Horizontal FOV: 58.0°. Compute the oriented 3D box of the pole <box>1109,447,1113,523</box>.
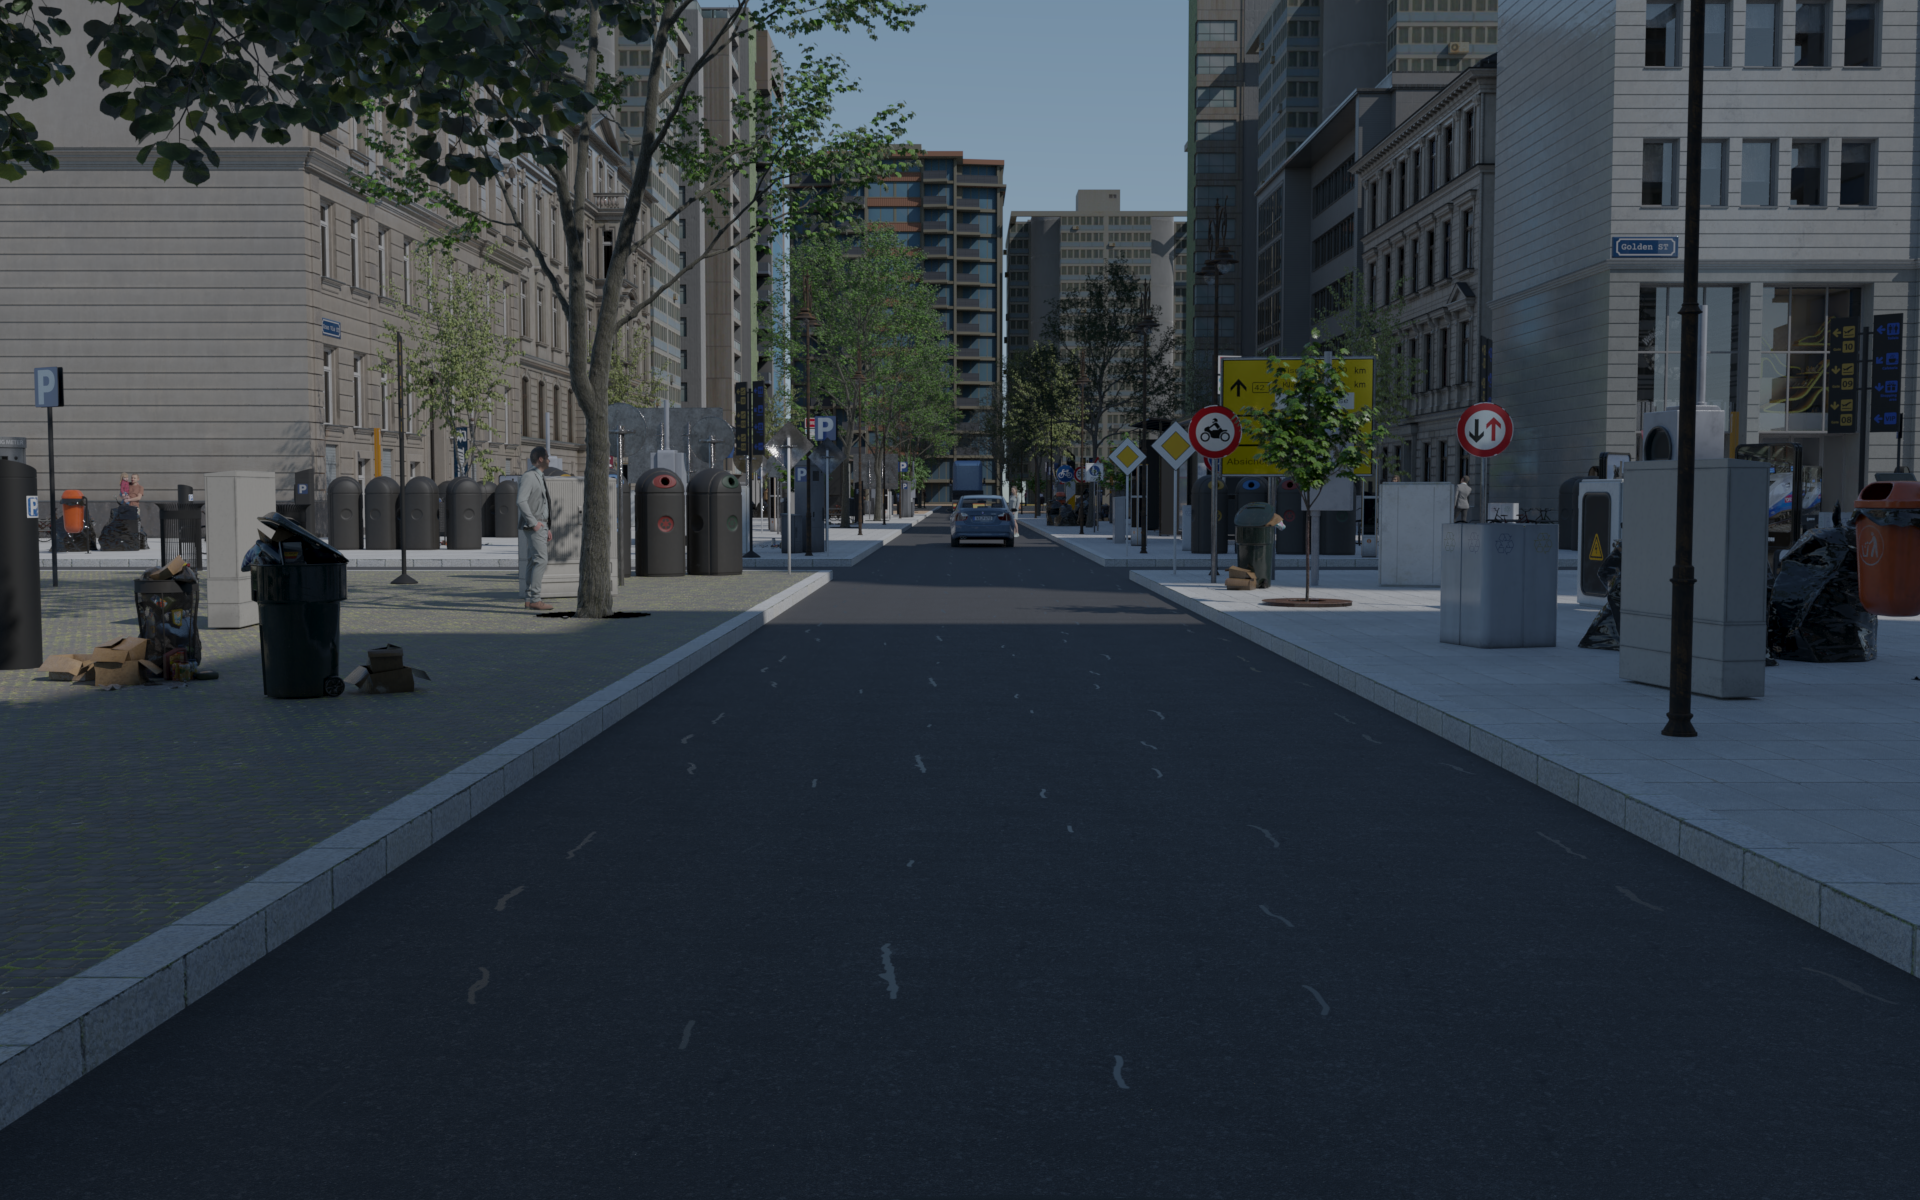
[{"bbox_3d":[6.616,-5.010,75.749,0.158,3.312,0.155,0,3,0],"label":"pole"}]

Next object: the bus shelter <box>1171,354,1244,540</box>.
[{"bbox_3d":[7.063,-4.278,47.577,2.179,5.291,8.768,0,3,0],"label":"bus shelter"}]

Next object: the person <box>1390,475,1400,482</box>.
[{"bbox_3d":[11.883,-2.504,47.236,0.600,1.795,0.529,2,4,30],"label":"person"}]

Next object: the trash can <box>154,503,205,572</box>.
[{"bbox_3d":[-12.399,-0.973,27.570,0.748,1.137,0.748,0,3,0],"label":"trash can"}]

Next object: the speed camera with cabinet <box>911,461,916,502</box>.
[{"bbox_3d":[-3.068,-6.791,105.369,0.660,3.252,2.038,0,4,-6],"label":"speed camera with cabinet"}]

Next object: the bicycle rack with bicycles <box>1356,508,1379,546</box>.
[{"bbox_3d":[9.677,-2.011,46.264,2.852,0.926,2.925,1,4,19],"label":"bicycle rack with bicycles"}]

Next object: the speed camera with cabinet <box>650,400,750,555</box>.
[{"bbox_3d":[-5.474,-2.587,36.631,2.038,3.252,0.660,0,4,1],"label":"speed camera with cabinet"}]

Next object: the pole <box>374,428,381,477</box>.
[{"bbox_3d":[-17.982,-3.650,53.528,0.158,3.312,0.155,0,3,0],"label":"pole"}]

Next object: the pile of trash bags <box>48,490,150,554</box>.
[{"bbox_3d":[-19.333,-1.764,38.592,1.912,1.369,3.447,-1,4,-13],"label":"pile of trash bags"}]

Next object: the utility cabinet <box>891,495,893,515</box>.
[{"bbox_3d":[-4.308,-5.738,104.979,0.306,1.237,1.020,1,4,15],"label":"utility cabinet"}]

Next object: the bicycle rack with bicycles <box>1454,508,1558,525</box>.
[{"bbox_3d":[14.550,-1.919,44.762,2.925,0.926,2.852,0,4,-5],"label":"bicycle rack with bicycles"}]

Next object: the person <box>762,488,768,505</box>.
[{"bbox_3d":[-15.479,-8.118,138.868,1.348,1.812,0.705,3,5,40],"label":"person"}]

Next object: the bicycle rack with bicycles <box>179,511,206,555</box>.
[{"bbox_3d":[-15.129,-1.449,37.065,2.852,0.926,2.925,1,4,13],"label":"bicycle rack with bicycles"}]

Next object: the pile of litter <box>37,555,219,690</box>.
[{"bbox_3d":[-5.760,0.119,12.020,1.176,0.858,1.719,-1,4,-16],"label":"pile of litter"}]

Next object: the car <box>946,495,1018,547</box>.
[{"bbox_3d":[0.615,-2.217,48.253,2.014,1.417,4.499,0,4,0],"label":"car"}]

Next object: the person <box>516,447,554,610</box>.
[{"bbox_3d":[-4.736,-0.807,19.337,0.391,1.810,0.635,-1,4,-11],"label":"person"}]

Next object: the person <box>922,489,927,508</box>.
[{"bbox_3d":[-3.211,-9.443,160.953,0.721,1.766,1.217,0,4,4],"label":"person"}]

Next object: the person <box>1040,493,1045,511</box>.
[{"bbox_3d":[6.187,-7.489,131.669,0.628,1.438,0.799,-3,5,-43],"label":"person"}]

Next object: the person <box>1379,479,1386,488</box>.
[{"bbox_3d":[15.022,-3.413,61.815,0.822,1.834,0.622,-1,4,-10],"label":"person"}]

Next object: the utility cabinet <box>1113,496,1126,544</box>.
[{"bbox_3d":[4.157,-2.091,45.343,0.306,1.237,1.020,0,4,2],"label":"utility cabinet"}]

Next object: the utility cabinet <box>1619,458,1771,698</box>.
[{"bbox_3d":[4.777,-0.160,11.294,0.318,1.500,1.173,-1,4,-10],"label":"utility cabinet"}]

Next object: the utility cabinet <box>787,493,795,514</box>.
[{"bbox_3d":[-4.715,-2.528,50.009,0.318,1.500,1.173,1,4,8],"label":"utility cabinet"}]

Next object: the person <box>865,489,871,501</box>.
[{"bbox_3d":[-7.713,-8.824,150.323,1.348,1.822,0.705,2,4,33],"label":"person"}]

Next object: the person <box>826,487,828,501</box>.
[{"bbox_3d":[-8.284,-6.586,114.242,1.217,1.766,0.721,-1,4,-16],"label":"person"}]

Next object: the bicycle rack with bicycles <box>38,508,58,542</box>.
[{"bbox_3d":[-24.451,-1.964,45.496,2.925,0.926,2.852,-3,5,-45],"label":"bicycle rack with bicycles"}]

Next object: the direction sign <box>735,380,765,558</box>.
[{"bbox_3d":[-4.215,-2.622,34.861,0.876,3.537,0.379,3,5,43],"label":"direction sign"}]

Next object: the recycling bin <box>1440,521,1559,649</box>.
[{"bbox_3d":[4.582,-0.134,14.745,0.722,1.027,0.722,-1,4,-16],"label":"recycling bin"}]

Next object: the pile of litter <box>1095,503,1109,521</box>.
[{"bbox_3d":[7.014,-4.164,82.052,1.719,0.858,1.176,0,4,-4],"label":"pile of litter"}]

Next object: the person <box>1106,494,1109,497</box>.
[{"bbox_3d":[15.748,-10.601,180.194,1.217,1.723,0.721,0,4,-4],"label":"person"}]

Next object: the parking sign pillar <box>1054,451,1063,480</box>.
[{"bbox_3d":[6.110,-7.287,107.620,1.447,3.967,1.447,1,4,9],"label":"parking sign pillar"}]

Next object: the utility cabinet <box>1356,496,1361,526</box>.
[{"bbox_3d":[16.306,-3.551,69.226,1.020,1.237,0.306,3,5,42],"label":"utility cabinet"}]

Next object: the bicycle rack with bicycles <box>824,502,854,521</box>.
[{"bbox_3d":[-6.064,-4.137,81.026,2.925,0.926,2.852,0,4,-5],"label":"bicycle rack with bicycles"}]

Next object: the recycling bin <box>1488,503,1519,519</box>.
[{"bbox_3d":[15.013,-2.161,47.880,0.722,1.027,0.722,2,4,26],"label":"recycling bin"}]

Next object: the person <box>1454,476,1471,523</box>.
[{"bbox_3d":[14.229,-2.634,49.290,0.592,1.802,0.473,0,4,-4],"label":"person"}]

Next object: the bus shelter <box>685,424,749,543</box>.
[{"bbox_3d":[-6.844,-3.142,45.290,2.014,3.302,5.546,0,3,0],"label":"bus shelter"}]

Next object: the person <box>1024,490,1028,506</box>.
[{"bbox_3d":[6.911,-10.865,184.406,0.721,1.743,1.217,-1,4,-18],"label":"person"}]

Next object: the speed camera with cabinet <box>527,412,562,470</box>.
[{"bbox_3d":[-9.590,-2.955,42.649,2.038,3.252,0.660,-3,5,-40],"label":"speed camera with cabinet"}]

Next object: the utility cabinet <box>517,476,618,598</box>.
[{"bbox_3d":[-4.842,-0.780,21.425,1.173,1.500,0.318,-3,4,-36],"label":"utility cabinet"}]

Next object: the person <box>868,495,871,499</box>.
[{"bbox_3d":[-7.009,-8.501,145.122,1.350,1.814,0.705,-1,4,-21],"label":"person"}]

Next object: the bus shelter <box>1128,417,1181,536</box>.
[{"bbox_3d":[6.578,-3.949,55.841,1.731,3.624,6.357,0,4,0],"label":"bus shelter"}]

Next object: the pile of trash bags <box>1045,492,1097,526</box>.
[{"bbox_3d":[4.383,-3.709,70.402,1.912,1.369,3.447,-1,4,-11],"label":"pile of trash bags"}]

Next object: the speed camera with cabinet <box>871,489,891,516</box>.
[{"bbox_3d":[-4.679,-6.642,102.933,0.660,3.252,2.038,1,4,17],"label":"speed camera with cabinet"}]

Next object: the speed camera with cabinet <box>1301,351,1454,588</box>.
[{"bbox_3d":[5.816,-1.820,24.087,2.038,3.252,0.660,1,4,17],"label":"speed camera with cabinet"}]

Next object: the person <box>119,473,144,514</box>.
[{"bbox_3d":[-21.239,-2.341,44.293,0.573,1.828,0.580,1,4,23],"label":"person"}]

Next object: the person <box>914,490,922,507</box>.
[{"bbox_3d":[-4.385,-10.150,172.718,1.217,1.735,0.721,0,4,0],"label":"person"}]

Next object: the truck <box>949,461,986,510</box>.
[{"bbox_3d":[0.629,-8.835,134.210,2.967,4.110,18.799,0,3,0],"label":"truck"}]

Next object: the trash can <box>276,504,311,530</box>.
[{"bbox_3d":[-9.571,-0.787,24.515,0.748,1.137,0.748,0,3,0],"label":"trash can"}]

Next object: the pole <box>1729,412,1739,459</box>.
[{"bbox_3d":[19.178,-3.004,42.961,0.158,3.312,0.155,0,3,0],"label":"pole"}]

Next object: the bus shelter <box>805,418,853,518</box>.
[{"bbox_3d":[-7.049,-7.084,93.460,2.179,5.291,8.768,0,3,0],"label":"bus shelter"}]

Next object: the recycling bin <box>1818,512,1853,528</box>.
[{"bbox_3d":[12.292,-0.692,23.861,0.722,1.027,0.722,1,4,12],"label":"recycling bin"}]

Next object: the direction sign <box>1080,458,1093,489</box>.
[{"bbox_3d":[7.903,-7.069,107.583,0.876,3.537,0.379,0,4,2],"label":"direction sign"}]

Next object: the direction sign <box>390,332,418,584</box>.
[{"bbox_3d":[-7.950,-1.998,24.671,0.379,3.537,0.876,-1,4,-15],"label":"direction sign"}]

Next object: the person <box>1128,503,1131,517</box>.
[{"bbox_3d":[7.205,-3.944,71.018,0.515,1.767,0.782,-1,4,-17],"label":"person"}]

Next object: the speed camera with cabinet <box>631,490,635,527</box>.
[{"bbox_3d":[-13.162,-4.485,67.663,2.038,3.252,0.660,0,3,0],"label":"speed camera with cabinet"}]

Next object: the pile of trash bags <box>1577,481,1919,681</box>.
[{"bbox_3d":[6.255,-0.212,13.224,1.912,1.369,3.447,0,4,-6],"label":"pile of trash bags"}]

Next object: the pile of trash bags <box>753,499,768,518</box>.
[{"bbox_3d":[-11.204,-5.166,94.216,1.912,1.369,3.447,-3,5,-42],"label":"pile of trash bags"}]

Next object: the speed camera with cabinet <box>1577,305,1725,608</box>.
[{"bbox_3d":[7.502,-1.503,18.904,0.660,3.252,2.038,0,4,-8],"label":"speed camera with cabinet"}]

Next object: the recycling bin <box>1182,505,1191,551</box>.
[{"bbox_3d":[5.482,-1.630,39.211,0.722,1.027,0.722,2,4,28],"label":"recycling bin"}]

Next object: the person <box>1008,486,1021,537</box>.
[{"bbox_3d":[1.819,-2.975,58.151,0.512,1.701,0.522,3,5,41],"label":"person"}]

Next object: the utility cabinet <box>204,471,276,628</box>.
[{"bbox_3d":[-7.009,-0.502,16.891,0.318,1.500,1.173,0,4,-5],"label":"utility cabinet"}]
